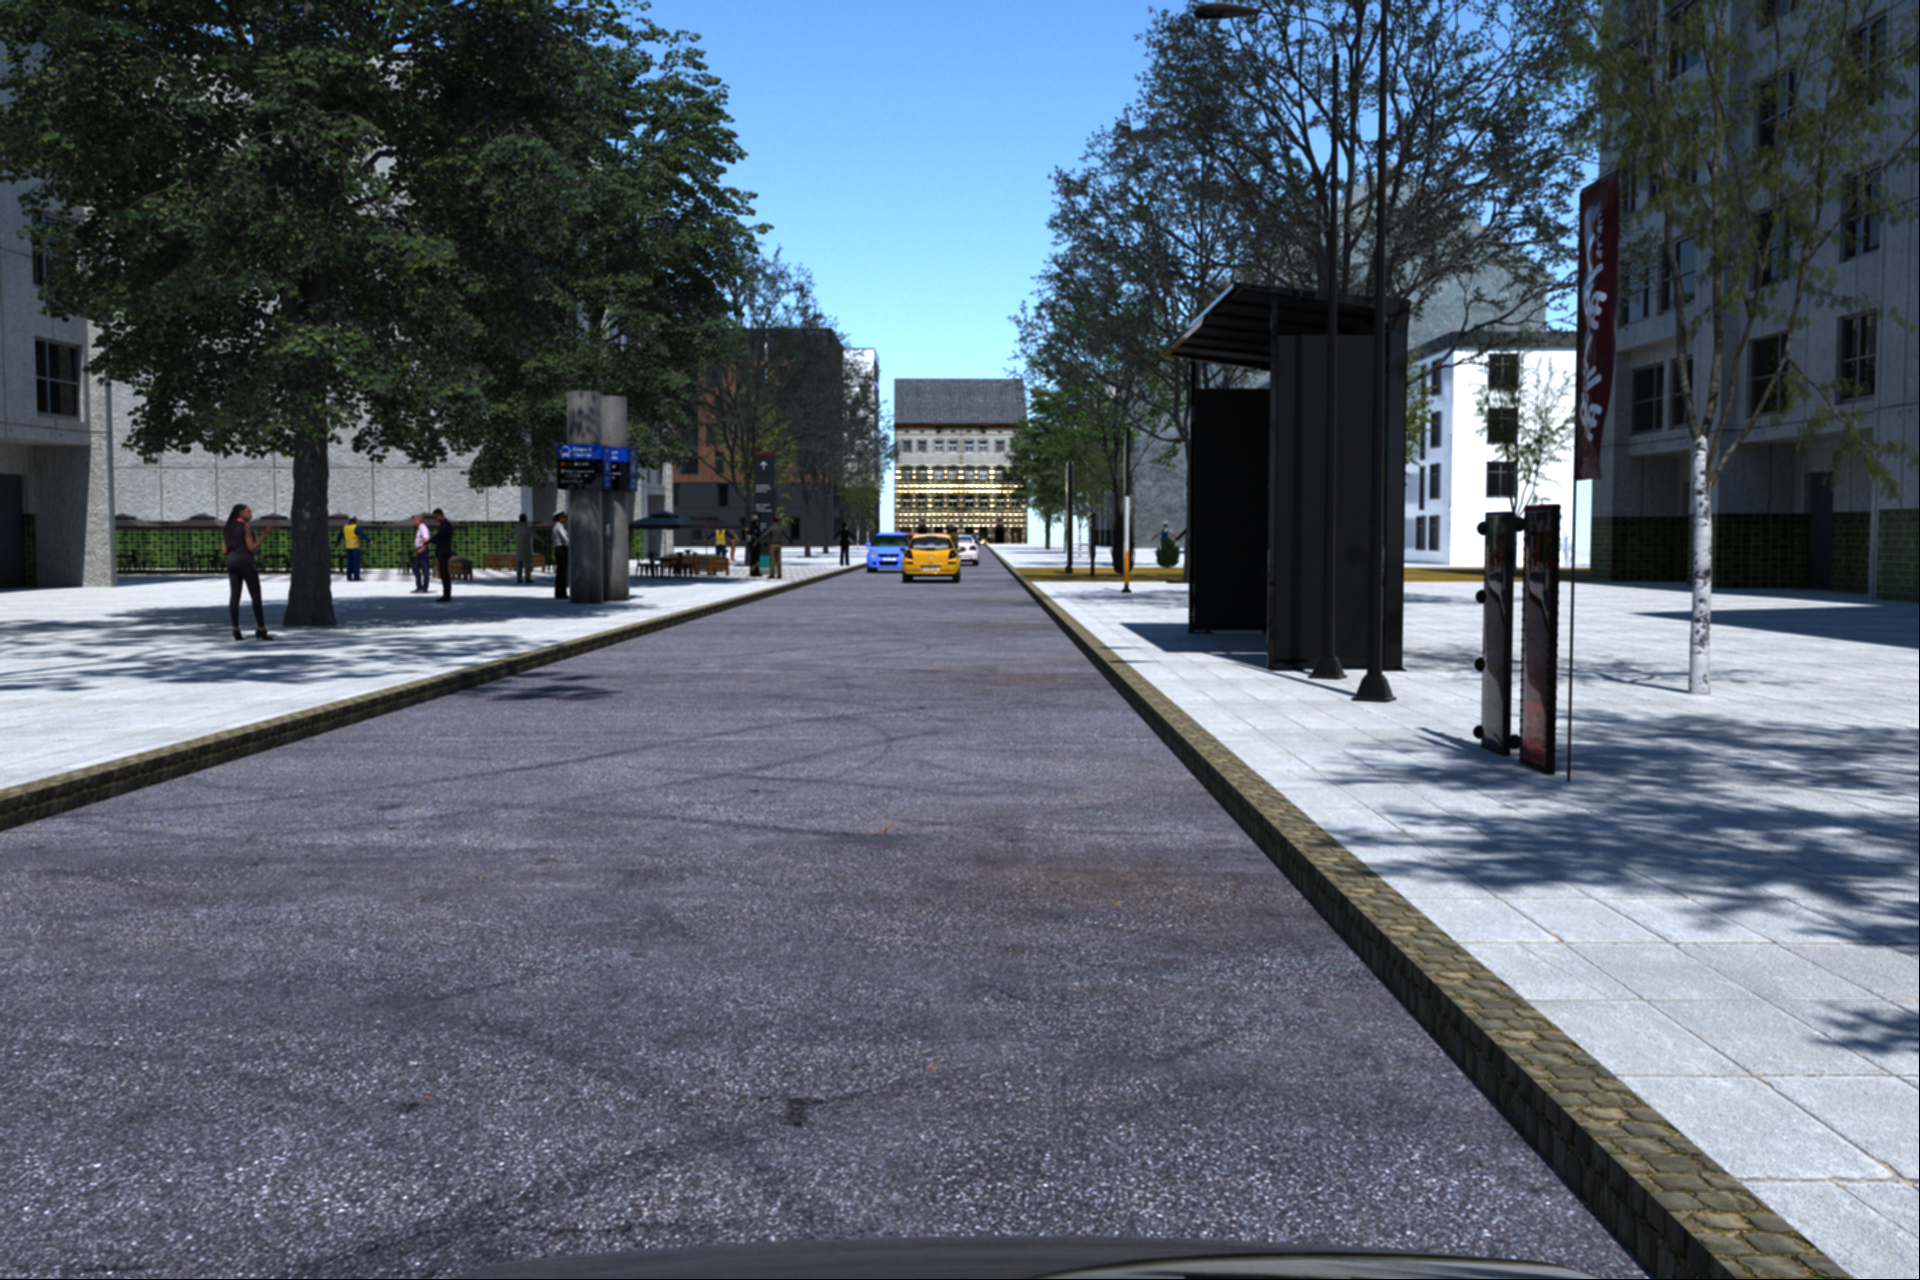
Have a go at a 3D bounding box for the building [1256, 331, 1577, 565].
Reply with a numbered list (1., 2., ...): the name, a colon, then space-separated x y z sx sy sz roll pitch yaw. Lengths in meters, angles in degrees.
1. building: 21.353 -8.791 85.877 9.099 9.664 28.070 0 4 1

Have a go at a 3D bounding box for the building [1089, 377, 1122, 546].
1. building: 24.087 -20.081 194.781 16.747 18.905 31.486 0 3 0

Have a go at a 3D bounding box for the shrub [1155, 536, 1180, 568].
1. shrub: 7.833 -3.321 65.416 1.383 1.207 1.383 0 3 0

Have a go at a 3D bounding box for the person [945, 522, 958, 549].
1. person: -0.374 -3.330 62.670 0.705 1.858 1.354 -2 4 -29

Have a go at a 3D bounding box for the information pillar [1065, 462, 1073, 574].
1. information pillar: 3.577 -4.005 56.789 0.184 3.620 1.656 0 4 1

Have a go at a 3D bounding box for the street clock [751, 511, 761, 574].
1. street clock: -6.443 -3.066 54.702 0.358 2.002 0.471 0 4 2

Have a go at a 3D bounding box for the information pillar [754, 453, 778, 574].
1. information pillar: -6.217 -4.033 55.323 0.750 3.857 0.750 0 4 0

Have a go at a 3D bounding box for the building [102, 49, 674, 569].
1. building: -24.365 -13.020 79.340 16.747 18.905 31.486 0 4 1

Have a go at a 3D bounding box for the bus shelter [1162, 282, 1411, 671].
1. bus shelter: 3.434 -1.712 19.277 1.731 3.624 6.357 0 4 0

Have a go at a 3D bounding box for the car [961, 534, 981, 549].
1. car: 0.644 -7.520 134.959 2.014 1.417 4.499 0 4 1

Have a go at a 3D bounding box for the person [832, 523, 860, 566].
1. person: -4.642 -3.879 70.136 1.216 1.740 0.721 1 4 20

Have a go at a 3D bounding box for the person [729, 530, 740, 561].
1. person: -10.844 -4.675 83.233 0.721 1.733 1.217 -2 4 -27

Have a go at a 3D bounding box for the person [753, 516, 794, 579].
1. person: -5.329 -2.666 49.864 1.348 1.796 0.705 -2 4 -35

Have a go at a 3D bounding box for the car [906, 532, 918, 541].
1. car: -2.546 -4.598 84.215 2.155 1.783 4.494 0 3 0

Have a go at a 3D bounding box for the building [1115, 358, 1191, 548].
1. building: 25.460 -20.674 168.945 19.493 23.208 18.063 0 4 1

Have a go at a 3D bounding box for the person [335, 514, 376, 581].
1. person: -16.471 -2.512 47.048 1.349 1.833 0.705 1 4 22

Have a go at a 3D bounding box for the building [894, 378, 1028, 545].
1. building: -0.148 -25.068 243.238 18.063 23.208 19.493 0 4 -2

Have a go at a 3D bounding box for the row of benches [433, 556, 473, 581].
1. row of benches: -14.410 -2.060 49.137 1.422 0.672 4.104 -1 4 -23

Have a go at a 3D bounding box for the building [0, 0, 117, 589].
1. building: -29.023 -9.753 25.916 16.747 18.905 31.486 0 4 1

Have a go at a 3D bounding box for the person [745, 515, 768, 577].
1. person: -6.153 -2.836 52.141 0.705 1.856 1.354 1 4 16

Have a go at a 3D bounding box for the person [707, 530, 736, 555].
1. person: -10.553 -4.303 76.533 1.347 1.806 0.705 -1 4 -21

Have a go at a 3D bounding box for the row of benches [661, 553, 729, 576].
1. row of benches: -8.489 -2.422 55.059 1.422 0.672 4.104 -2 4 -32

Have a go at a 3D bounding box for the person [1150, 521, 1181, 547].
1. person: 8.932 -4.243 75.230 1.347 1.847 0.705 1 4 14

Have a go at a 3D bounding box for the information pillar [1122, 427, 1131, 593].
1. information pillar: 3.659 -2.856 38.055 0.183 3.616 0.504 0 3 0

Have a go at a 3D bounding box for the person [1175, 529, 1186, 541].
1. person: 9.256 -3.891 69.808 1.347 1.806 0.705 -1 4 -15

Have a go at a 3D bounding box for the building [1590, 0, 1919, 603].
1. building: 26.149 -10.183 32.956 16.747 18.905 31.486 0 4 1

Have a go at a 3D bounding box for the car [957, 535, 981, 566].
1. car: -0.059 -4.120 79.724 2.083 1.381 4.827 0 4 1

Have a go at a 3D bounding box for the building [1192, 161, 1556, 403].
1. building: 25.478 -17.161 111.505 19.493 23.208 18.063 0 4 1

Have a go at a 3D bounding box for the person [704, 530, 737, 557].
1. person: -8.771 -3.482 63.389 1.216 1.772 0.721 0 4 -2

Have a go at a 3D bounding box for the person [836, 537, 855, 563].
1. person: -5.137 -4.176 77.549 0.991 1.433 0.599 2 4 26

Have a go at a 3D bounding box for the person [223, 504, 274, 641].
1. person: -8.575 -0.819 20.908 0.593 1.643 0.415 -1 4 -19

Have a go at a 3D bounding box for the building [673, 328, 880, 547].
1. building: -23.333 -21.054 188.203 27.936 21.610 32.646 0 4 0

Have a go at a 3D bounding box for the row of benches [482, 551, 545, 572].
1. row of benches: -15.513 -2.736 60.203 1.422 0.672 4.104 -3 4 -37

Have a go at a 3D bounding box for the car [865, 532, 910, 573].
1. car: -2.593 -3.414 65.404 1.945 1.707 3.694 0 4 1

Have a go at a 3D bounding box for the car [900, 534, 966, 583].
1. car: -0.834 -2.571 52.255 2.015 1.641 3.980 0 4 1
